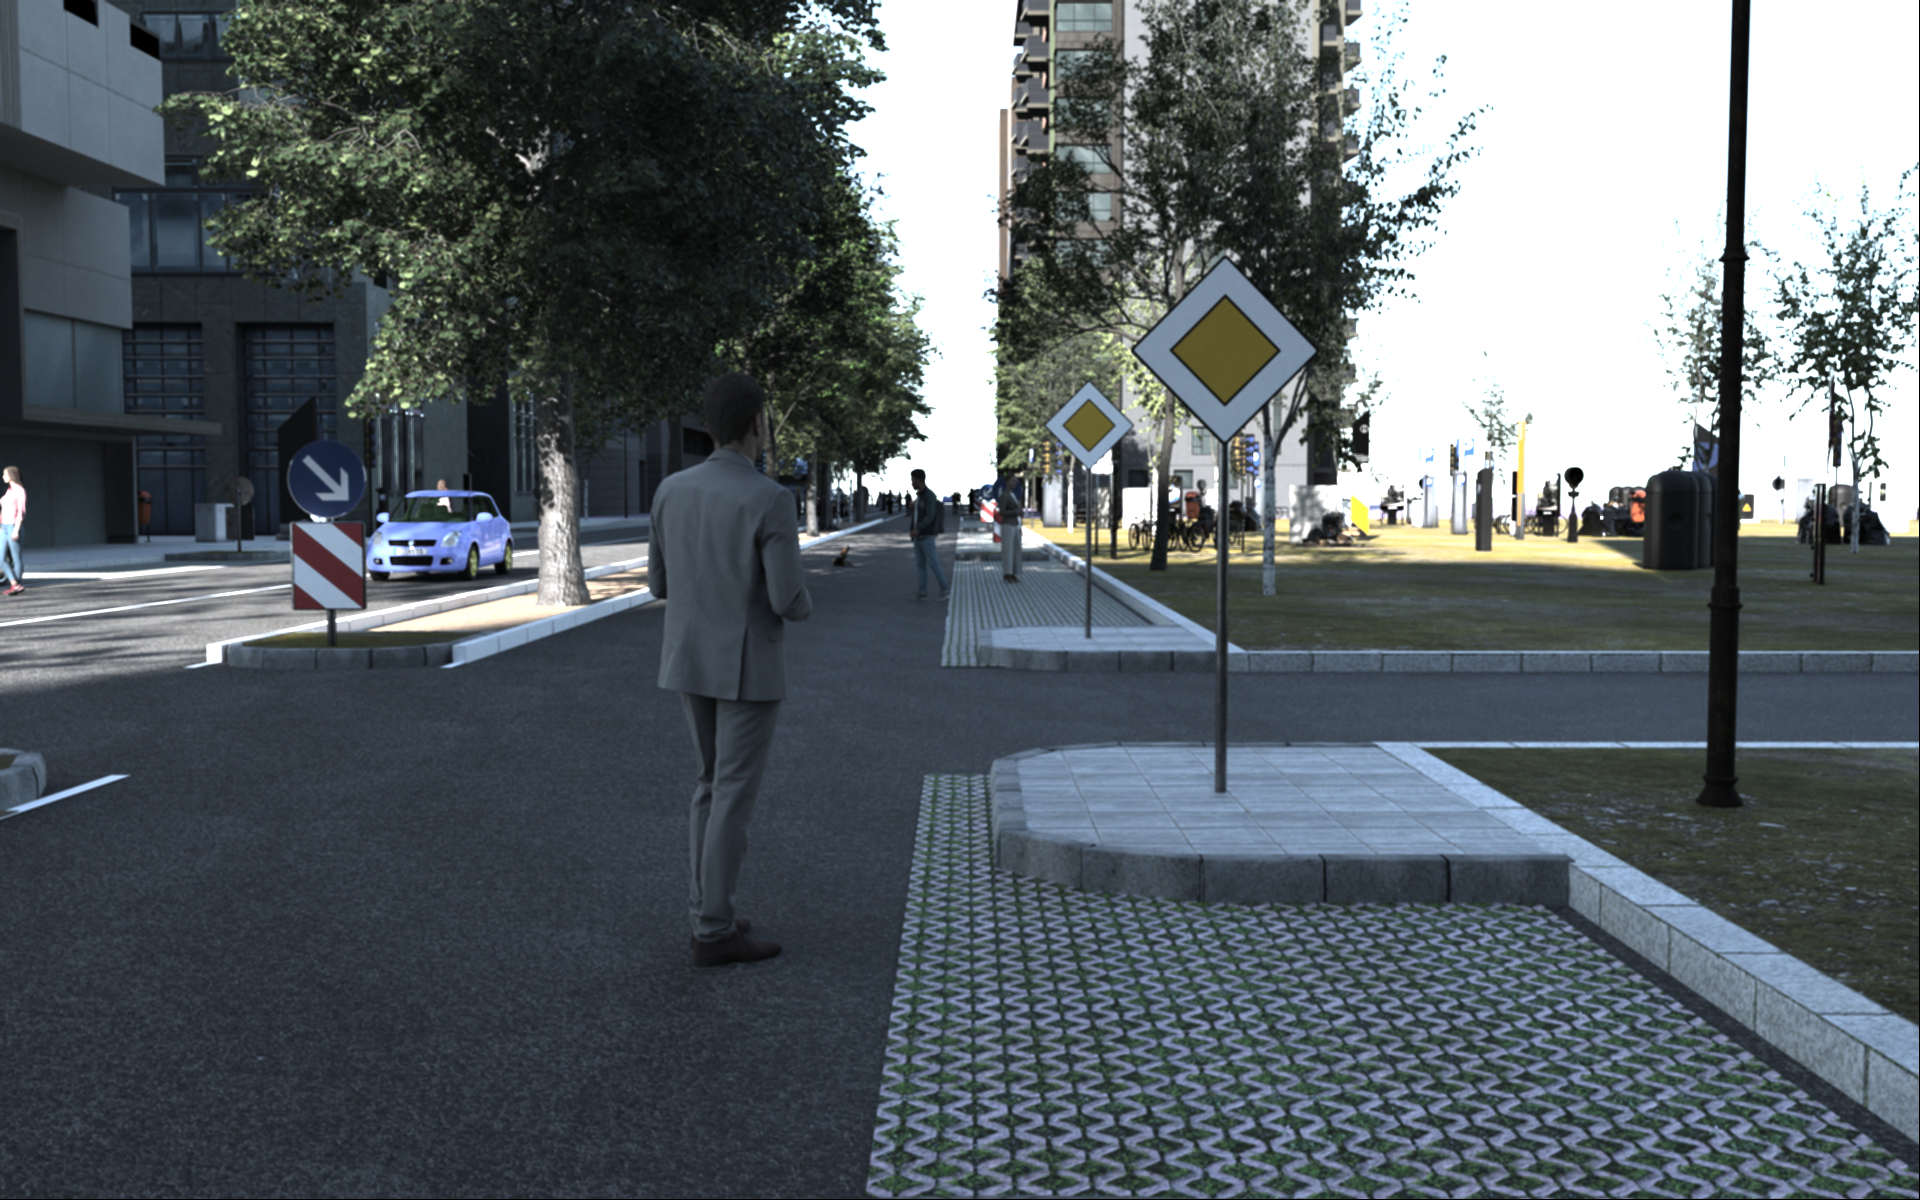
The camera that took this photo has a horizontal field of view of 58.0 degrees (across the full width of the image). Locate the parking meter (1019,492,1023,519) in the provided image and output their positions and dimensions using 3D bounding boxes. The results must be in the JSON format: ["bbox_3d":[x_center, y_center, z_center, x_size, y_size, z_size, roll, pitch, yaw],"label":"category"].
[{"bbox_3d":[3.090,-4.979,89.813,0.372,1.533,0.369,0,3,0],"label":"parking meter"}]

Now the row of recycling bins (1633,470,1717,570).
[{"bbox_3d":[12.837,-1.435,30.572,1.069,1.692,3.534,2,4,32],"label":"row of recycling bins"}]

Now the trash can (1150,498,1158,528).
[{"bbox_3d":[7.257,-3.248,64.755,0.748,1.137,0.748,0,3,0],"label":"trash can"}]

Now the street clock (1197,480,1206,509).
[{"bbox_3d":[12.196,-5.071,87.480,0.358,2.002,0.471,3,5,43],"label":"street clock"}]

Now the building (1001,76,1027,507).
[{"bbox_3d":[12.083,-32.578,182.768,14.600,45.320,14.200,0,4,0],"label":"building"}]

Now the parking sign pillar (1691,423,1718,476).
[{"bbox_3d":[28.203,-4.687,65.109,1.447,3.967,1.447,-3,4,-36],"label":"parking sign pillar"}]

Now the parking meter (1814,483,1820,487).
[{"bbox_3d":[43.920,-5.081,88.793,0.399,1.863,0.255,-3,5,-40],"label":"parking meter"}]

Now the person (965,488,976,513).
[{"bbox_3d":[0.807,-6.704,117.747,1.348,1.869,0.705,-3,5,-41],"label":"person"}]

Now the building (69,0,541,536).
[{"bbox_3d":[-29.138,-46.065,65.836,22.319,86.520,31.000,0,4,0],"label":"building"}]

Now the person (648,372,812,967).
[{"bbox_3d":[-0.657,0.202,5.403,0.606,1.804,0.583,2,4,30],"label":"person"}]

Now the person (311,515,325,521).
[{"bbox_3d":[-11.348,-1.265,30.990,0.330,1.601,0.589,1,4,21],"label":"person"}]

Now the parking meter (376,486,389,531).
[{"bbox_3d":[-17.532,-2.701,52.571,0.372,1.533,0.369,0,3,0],"label":"parking meter"}]

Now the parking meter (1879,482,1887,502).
[{"bbox_3d":[45.682,-4.895,85.744,0.255,1.863,0.399,3,4,39],"label":"parking meter"}]

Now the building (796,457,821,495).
[{"bbox_3d":[-32.121,-23.009,221.240,27.650,21.520,28.899,0,4,0],"label":"building"}]

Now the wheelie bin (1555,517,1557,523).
[{"bbox_3d":[25.541,-4.113,75.152,0.980,1.594,0.693,3,5,43],"label":"wheelie bin"}]

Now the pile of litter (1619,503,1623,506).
[{"bbox_3d":[30.623,-4.065,80.428,1.719,0.858,1.176,2,4,32],"label":"pile of litter"}]

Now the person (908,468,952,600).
[{"bbox_3d":[-0.476,-0.891,23.424,0.721,1.781,0.623,-2,4,-31],"label":"person"}]

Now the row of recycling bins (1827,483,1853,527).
[{"bbox_3d":[34.853,-3.752,68.453,1.069,1.692,3.534,2,4,28],"label":"row of recycling bins"}]

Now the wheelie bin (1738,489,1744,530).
[{"bbox_3d":[27.468,-3.290,61.692,0.980,1.594,0.693,-1,4,-13],"label":"wheelie bin"}]

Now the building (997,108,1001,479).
[{"bbox_3d":[11.234,-33.462,197.209,14.600,45.320,14.200,0,4,0],"label":"building"}]

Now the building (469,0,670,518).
[{"bbox_3d":[-30.422,-34.372,103.976,21.231,58.520,28.212,0,4,0],"label":"building"}]

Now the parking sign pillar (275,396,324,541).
[{"bbox_3d":[-18.283,-3.648,48.109,1.447,3.967,1.447,1,4,23],"label":"parking sign pillar"}]

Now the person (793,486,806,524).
[{"bbox_3d":[-7.611,-4.498,82.227,0.709,1.800,0.728,-1,4,-17],"label":"person"}]

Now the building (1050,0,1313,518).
[{"bbox_3d":[12.138,-20.113,100.556,14.160,30.474,14.107,0,4,0],"label":"building"}]

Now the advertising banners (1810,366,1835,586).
[{"bbox_3d":[12.255,-1.737,24.595,0.090,3.025,2.074,1,4,22],"label":"advertising banners"}]

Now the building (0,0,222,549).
[{"bbox_3d":[-32.449,-26.939,29.697,28.713,52.752,27.495,0,4,0],"label":"building"}]

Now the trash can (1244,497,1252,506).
[{"bbox_3d":[13.616,-4.225,80.739,0.748,1.137,0.748,0,3,0],"label":"trash can"}]

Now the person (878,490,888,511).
[{"bbox_3d":[-6.474,-8.457,146.855,0.705,1.814,1.350,-3,5,-44],"label":"person"}]

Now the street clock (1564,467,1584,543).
[{"bbox_3d":[16.197,-2.518,45.734,0.471,2.002,0.358,-1,4,-12],"label":"street clock"}]

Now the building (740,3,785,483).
[{"bbox_3d":[-29.462,-53.584,188.764,22.319,86.520,31.000,0,4,0],"label":"building"}]

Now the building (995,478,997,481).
[{"bbox_3d":[16.533,-36.726,220.073,23.786,49.044,30.456,0,4,0],"label":"building"}]

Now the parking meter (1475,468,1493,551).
[{"bbox_3d":[11.790,-2.034,38.960,0.255,1.863,0.399,0,4,-4],"label":"parking meter"}]

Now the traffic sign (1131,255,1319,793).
[{"bbox_3d":[1.120,-0.229,7.395,0.795,2.450,0.064,0,4,0],"label":"traffic sign"}]

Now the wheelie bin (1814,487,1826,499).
[{"bbox_3d":[40.869,-4.571,82.641,0.693,1.594,0.980,-3,4,-38],"label":"wheelie bin"}]

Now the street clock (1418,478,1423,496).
[{"bbox_3d":[20.460,-4.397,76.461,0.471,2.002,0.358,1,4,14],"label":"street clock"}]

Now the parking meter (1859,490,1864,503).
[{"bbox_3d":[44.146,-4.685,85.005,0.372,1.533,0.369,0,3,0],"label":"parking meter"}]

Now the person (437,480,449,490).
[{"bbox_3d":[-11.621,-1.825,38.928,0.593,1.750,0.643,2,4,28],"label":"person"}]

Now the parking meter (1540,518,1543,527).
[{"bbox_3d":[22.452,-3.732,66.727,0.255,1.863,0.399,0,4,2],"label":"parking meter"}]

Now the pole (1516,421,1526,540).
[{"bbox_3d":[15.737,-3.347,48.563,0.158,3.312,0.155,0,3,0],"label":"pole"}]

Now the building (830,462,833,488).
[{"bbox_3d":[-25.452,-34.158,242.073,14.154,41.232,14.086,0,4,0],"label":"building"}]

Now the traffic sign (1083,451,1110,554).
[{"bbox_3d":[2.898,-2.116,36.723,0.606,2.300,0.079,0,4,5],"label":"traffic sign"}]

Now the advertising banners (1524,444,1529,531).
[{"bbox_3d":[19.520,-3.898,59.920,0.090,3.025,2.074,2,4,26],"label":"advertising banners"}]

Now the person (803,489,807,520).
[{"bbox_3d":[-8.329,-5.273,95.431,0.721,1.743,1.217,0,4,2],"label":"person"}]

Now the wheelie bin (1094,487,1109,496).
[{"bbox_3d":[6.141,-3.979,72.957,0.980,1.594,0.693,1,4,19],"label":"wheelie bin"}]

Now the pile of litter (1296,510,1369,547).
[{"bbox_3d":[9.189,-1.754,42.640,1.719,0.858,1.176,1,4,22],"label":"pile of litter"}]

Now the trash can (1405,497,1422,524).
[{"bbox_3d":[19.394,-3.814,74.005,0.748,1.137,0.748,0,3,0],"label":"trash can"}]

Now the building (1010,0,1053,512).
[{"bbox_3d":[15.628,-30.326,150.453,22.147,44.769,28.867,0,4,0],"label":"building"}]

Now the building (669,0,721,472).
[{"bbox_3d":[-29.994,-30.946,129.672,21.300,48.544,21.600,0,4,0],"label":"building"}]

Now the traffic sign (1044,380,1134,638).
[{"bbox_3d":[1.140,-0.718,15.380,0.795,2.450,0.064,0,4,0],"label":"traffic sign"}]

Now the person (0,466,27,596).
[{"bbox_3d":[-13.460,-0.982,24.562,0.555,1.821,0.388,2,4,26],"label":"person"}]

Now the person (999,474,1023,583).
[{"bbox_3d":[0.839,-1.144,27.754,0.362,1.759,0.519,2,4,25],"label":"person"}]

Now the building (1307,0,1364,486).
[{"bbox_3d":[15.478,-28.564,121.640,22.147,44.769,28.867,0,4,0],"label":"building"}]

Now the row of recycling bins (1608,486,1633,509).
[{"bbox_3d":[32.839,-4.725,84.359,1.069,1.692,3.534,-1,4,-15],"label":"row of recycling bins"}]
